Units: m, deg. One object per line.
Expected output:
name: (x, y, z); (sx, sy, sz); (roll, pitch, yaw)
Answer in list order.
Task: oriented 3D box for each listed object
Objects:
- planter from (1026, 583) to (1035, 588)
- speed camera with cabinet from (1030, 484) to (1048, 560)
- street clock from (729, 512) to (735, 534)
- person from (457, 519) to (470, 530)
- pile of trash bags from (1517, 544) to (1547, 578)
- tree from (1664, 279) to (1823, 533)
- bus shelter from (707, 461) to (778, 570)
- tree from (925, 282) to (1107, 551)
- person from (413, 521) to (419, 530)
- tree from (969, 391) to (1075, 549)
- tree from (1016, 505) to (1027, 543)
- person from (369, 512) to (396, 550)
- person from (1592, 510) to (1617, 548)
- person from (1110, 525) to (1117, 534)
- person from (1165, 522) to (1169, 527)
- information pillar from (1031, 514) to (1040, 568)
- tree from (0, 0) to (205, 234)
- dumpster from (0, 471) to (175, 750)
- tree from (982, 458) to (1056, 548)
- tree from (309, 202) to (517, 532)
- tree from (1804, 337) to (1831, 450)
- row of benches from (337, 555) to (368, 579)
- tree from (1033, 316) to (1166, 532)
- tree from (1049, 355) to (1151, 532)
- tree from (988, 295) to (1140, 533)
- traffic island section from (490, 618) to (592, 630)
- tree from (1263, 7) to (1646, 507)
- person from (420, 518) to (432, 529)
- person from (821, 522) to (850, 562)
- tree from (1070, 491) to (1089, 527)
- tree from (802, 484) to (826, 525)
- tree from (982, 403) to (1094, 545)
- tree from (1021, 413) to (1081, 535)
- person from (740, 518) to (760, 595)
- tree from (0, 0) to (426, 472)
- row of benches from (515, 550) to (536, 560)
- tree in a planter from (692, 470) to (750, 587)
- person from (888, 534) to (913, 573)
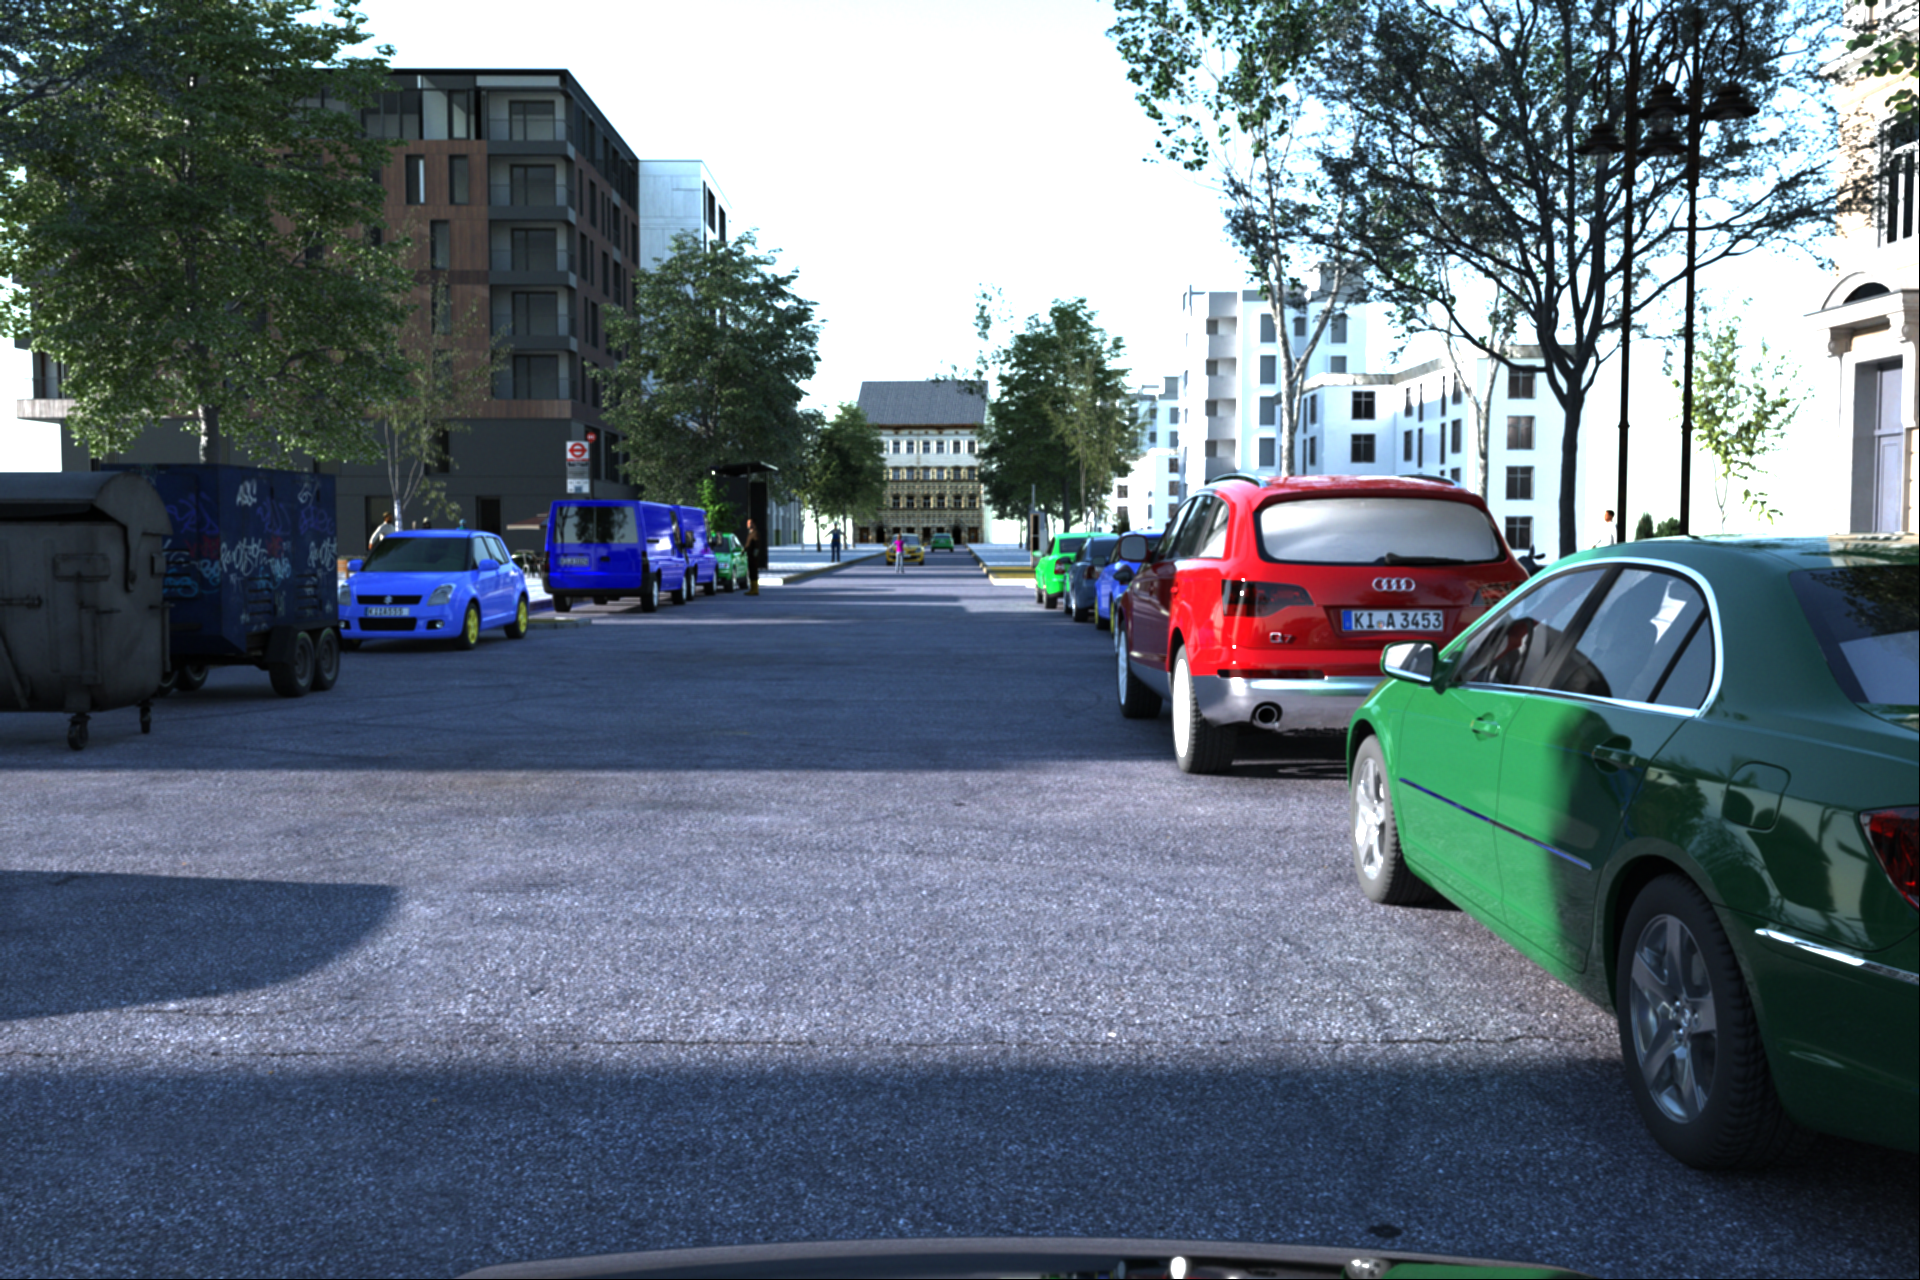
planter: (2.811, -1.588, 47.104); (1.991, 0.319, 1.994); (0, 3, 0)
speed camera with cabinet: (3.126, -4.529, 68.390); (0.660, 3.252, 2.038); (0, 4, -1)
street clock: (-7.310, -3.086, 55.022); (0.358, 2.002, 0.471); (0, 4, 1)
person: (-18.130, -3.496, 63.293); (1.347, 1.817, 0.704); (0, 4, 5)
pile of trash bags: (6.296, -0.740, 21.848); (1.912, 1.369, 3.447); (0, 3, 0)
tree: (22.150, -6.088, 49.897); (4.737, 8.622, 4.395); (0, 3, 0)
bus shelter: (-7.349, -4.143, 59.023); (1.731, 3.624, 6.357); (0, 4, -1)
tree: (4.038, -16.854, 131.456); (12.611, 20.169, 13.585); (0, 3, 0)
person: (-22.398, -3.981, 71.218); (0.705, 1.813, 1.348); (0, 4, 7)
tree: (5.725, -14.584, 145.096); (9.857, 13.997, 8.962); (0, 3, 0)
tree: (8.889, -17.808, 241.528); (4.737, 8.622, 4.395); (0, 3, 0)
person: (-14.030, -2.233, 42.593); (0.704, 1.819, 1.344); (2, 4, 30)
person: (14.041, -1.922, 37.573); (0.704, 1.810, 1.344); (0, 4, -1)
person: (7.326, -4.649, 82.736); (1.216, 1.740, 0.721); (-2, 4, -27)
person: (9.567, -4.509, 79.872); (0.704, 1.843, 1.345); (1, 4, 20)
information pillar: (2.813, -3.680, 64.652); (0.304, 2.012, 0.304); (0, 4, -1)
tree: (-12.462, -6.453, 15.872); (12.009, 13.543, 11.850); (0, 3, 0)
dumpster: (-6.556, -0.226, 11.905); (1.865, 1.857, 1.264); (0, 3, 0)
tree: (5.733, -13.554, 156.014); (8.767, 10.594, 7.601); (3, 5, 44)
tree: (-12.854, -5.422, 39.008); (4.360, 8.622, 3.978); (0, 3, 0)
tree: (27.851, -6.151, 50.939); (4.360, 8.622, 3.978); (0, 3, 0)
row of benches: (-17.619, -2.144, 50.514); (1.422, 0.672, 4.104); (2, 4, 29)
tree: (4.122, -6.657, 59.204); (4.360, 8.622, 3.978); (0, 3, 0)
tree: (5.415, -7.443, 72.054); (4.360, 8.622, 3.978); (0, 3, 0)
tree: (4.935, -10.059, 82.595); (7.486, 12.596, 7.792); (0, 3, 0)
traffic island section: (-6.827, -0.248, 26.920); (1.991, 0.108, 1.994); (0, 4, 1)
tree: (17.907, -12.659, 62.866); (12.611, 20.169, 13.585); (0, 3, 0)
person: (-18.602, -3.350, 60.553); (0.705, 1.856, 1.354); (2, 4, 34)
person: (-5.680, -4.479, 79.095); (1.347, 1.847, 0.705); (0, 4, 3)
tree: (18.776, -20.721, 245.440); (9.857, 13.997, 8.962); (0, 3, 0)
tree: (-21.562, -18.730, 240.644); (7.601, 10.594, 8.767); (0, 4, 7)
tree: (5.832, -11.001, 114.273); (8.767, 10.594, 7.601); (0, 4, -7)
tree: (5.261, -8.815, 94.492); (4.360, 8.622, 3.978); (0, 3, 0)
person: (-4.881, -1.957, 40.593); (0.704, 1.812, 1.346); (-1, 4, -21)
tree: (-12.972, -6.765, 28.730); (7.486, 12.596, 7.792); (0, 3, 0)
row of benches: (-16.878, -3.166, 67.219); (1.422, 0.672, 4.104); (-1, 4, -18)
tree in a planter: (-6.916, -3.118, 48.200); (1.991, 3.239, 1.994); (0, 4, 0)
person: (-2.190, -3.182, 63.752); (0.991, 1.433, 0.599); (1, 4, 18)
